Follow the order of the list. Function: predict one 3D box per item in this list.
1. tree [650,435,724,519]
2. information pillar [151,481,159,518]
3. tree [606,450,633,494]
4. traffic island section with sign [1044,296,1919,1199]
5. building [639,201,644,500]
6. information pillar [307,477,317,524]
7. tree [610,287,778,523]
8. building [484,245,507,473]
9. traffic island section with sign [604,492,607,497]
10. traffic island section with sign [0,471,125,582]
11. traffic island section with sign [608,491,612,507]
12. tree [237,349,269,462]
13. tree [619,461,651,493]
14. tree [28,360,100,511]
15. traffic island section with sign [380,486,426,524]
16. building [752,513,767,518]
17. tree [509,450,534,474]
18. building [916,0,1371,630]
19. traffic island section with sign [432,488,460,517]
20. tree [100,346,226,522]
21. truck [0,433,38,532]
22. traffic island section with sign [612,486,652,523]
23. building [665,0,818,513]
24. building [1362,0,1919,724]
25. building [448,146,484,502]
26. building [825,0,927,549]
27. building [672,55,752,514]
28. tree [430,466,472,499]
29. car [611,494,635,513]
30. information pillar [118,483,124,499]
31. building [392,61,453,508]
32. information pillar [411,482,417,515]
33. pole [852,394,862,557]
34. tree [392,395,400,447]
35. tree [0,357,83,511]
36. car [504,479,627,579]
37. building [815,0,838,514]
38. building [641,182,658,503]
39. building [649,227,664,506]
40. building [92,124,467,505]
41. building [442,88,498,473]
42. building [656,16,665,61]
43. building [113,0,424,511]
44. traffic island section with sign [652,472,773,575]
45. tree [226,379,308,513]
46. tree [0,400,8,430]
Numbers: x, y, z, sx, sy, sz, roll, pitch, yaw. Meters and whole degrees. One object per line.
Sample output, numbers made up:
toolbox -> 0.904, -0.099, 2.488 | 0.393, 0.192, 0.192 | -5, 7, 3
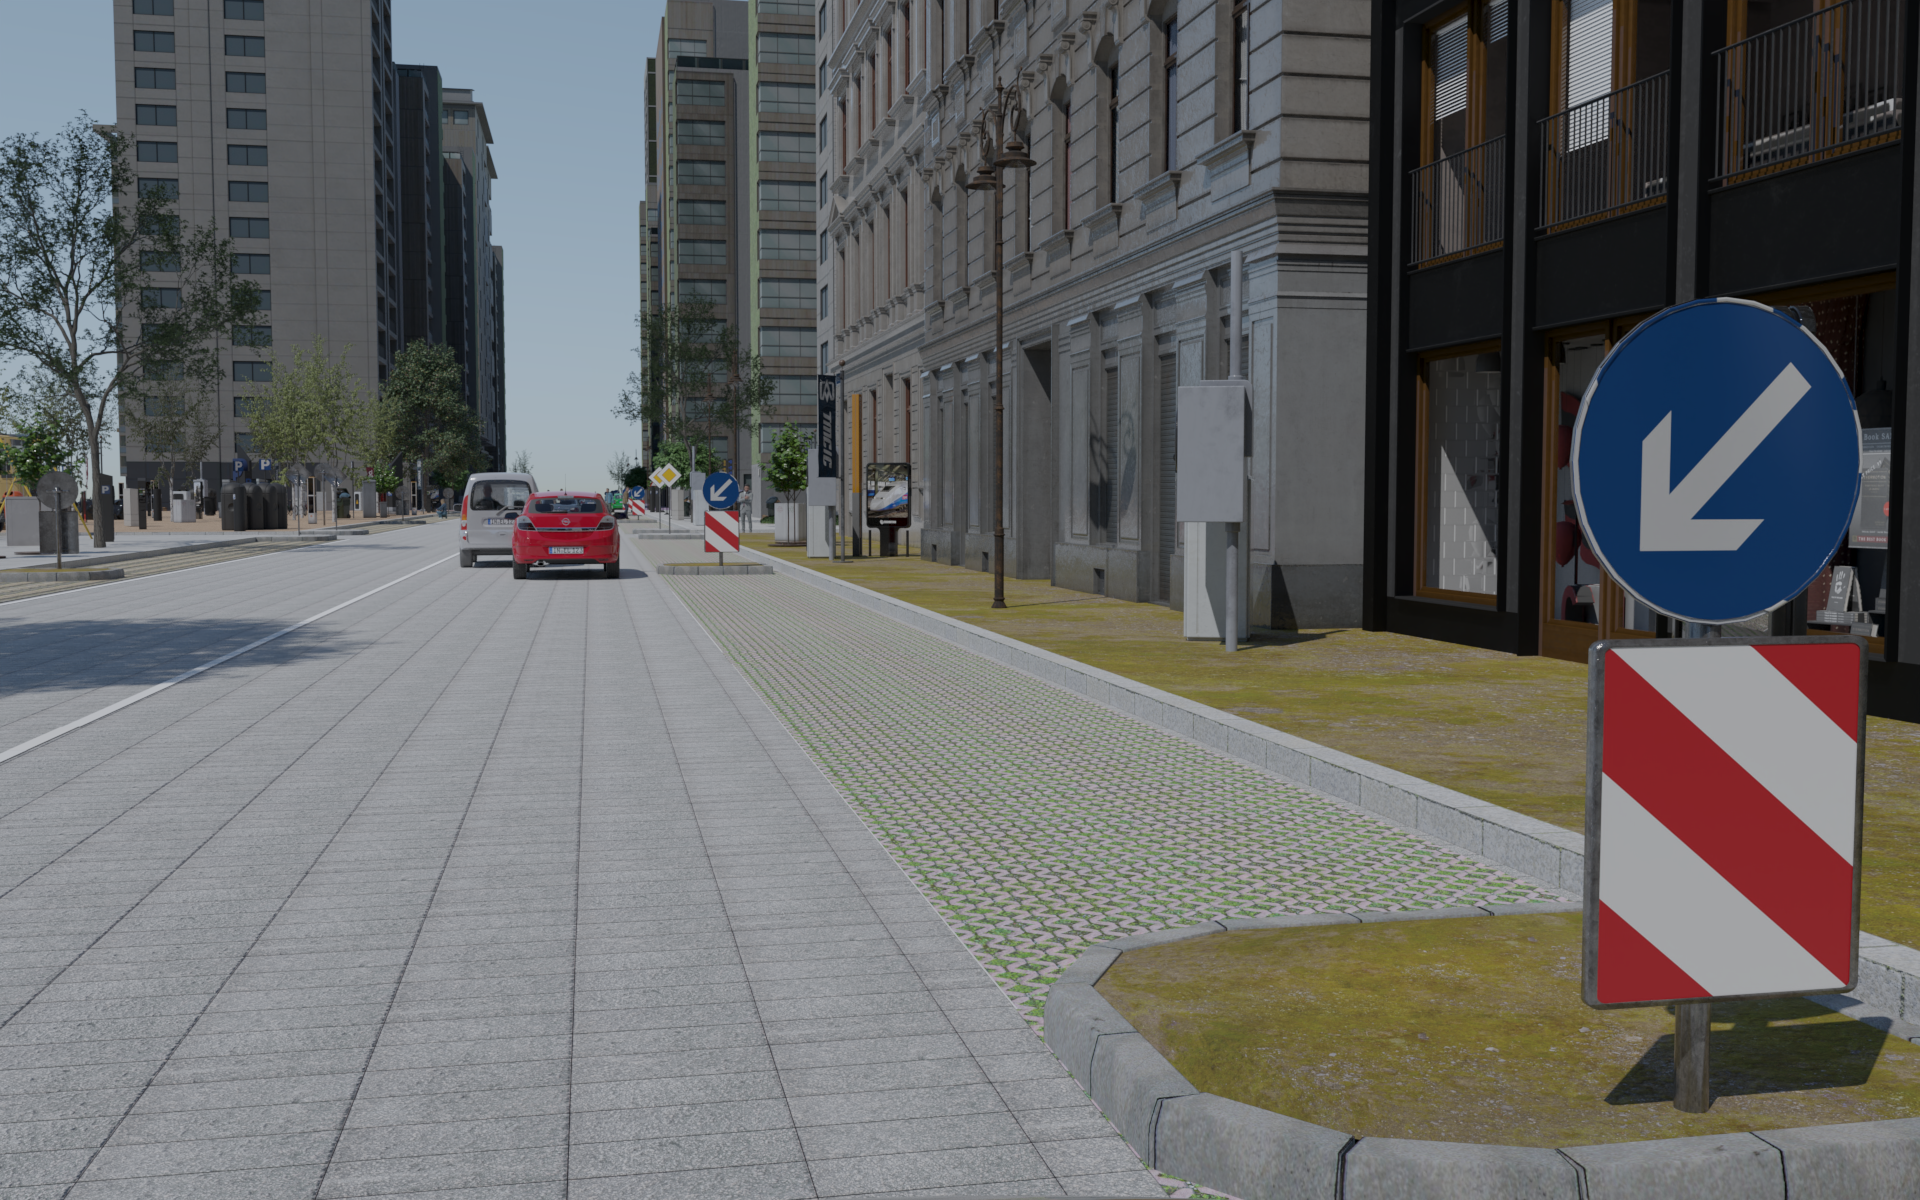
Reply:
tree -> -14.698, -6.849, 95.695 | 4.285, 4.588, 4.351 | 0, 3, 0
information pillar -> -43.662, -5.473, 93.973 | 0.304, 2.012, 0.304 | 3, 5, 40
tree -> -56.137, -20.514, 285.772 | 4.360, 8.622, 3.978 | 0, 3, 0
traffic island section with sign -> 1.279, 0.268, 4.250 | 1.989, 1.847, 2.006 | -1, 4, -12
building -> -38.003, -34.300, 244.398 | 14.154, 41.232, 14.086 | -1, 4, -12
information pillar -> -27.850, -4.279, 74.448 | 0.304, 2.012, 0.304 | 0, 4, -3
tree -> -11.759, -8.740, 77.319 | 8.767, 10.594, 7.601 | 1, 4, 17
building -> -79.969, -36.221, 275.809 | 14.154, 41.232, 14.086 | -1, 4, -12
traffic island section with sign -> -31.963, -9.292, 160.545 | 1.989, 1.847, 2.006 | -1, 4, -12
traffic island section with sign -> -15.199, -1.245, 28.987 | 1.989, 1.847, 2.006 | -1, 4, -12
traffic island section with sign -> -21.653, -6.329, 112.101 | 1.989, 1.847, 2.006 | -1, 4, -12
tree -> -32.681, -8.180, 84.100 | 4.737, 8.622, 4.395 | 0, 3, 0
tree -> -31.858, -11.506, 171.830 | 4.285, 4.588, 4.351 | 0, 3, 0
tree -> -45.690, -8.512, 89.539 | 4.360, 8.622, 3.978 | 0, 3, 0
traffic island section with sign -> -26.656, -4.545, 82.934 | 1.989, 1.847, 2.006 | -1, 4, -12
building -> -5.025, -25.344, 97.963 | 14.154, 41.232, 14.086 | -1, 4, -12
tree -> -71.225, -20.240, 281.284 | 4.360, 8.622, 3.978 | 0, 3, 0
building -> 5.665, -10.780, 25.397 | 9.793, 20.994, 18.267 | -1, 4, -12
traffic island section with sign -> -32.393, -6.190, 109.835 | 1.989, 1.847, 2.006 | -1, 4, -12
tree -> -36.770, -7.930, 80.022 | 4.360, 8.622, 3.978 | 0, 3, 0
truck -> -33.262, -3.564, 54.198 | 9.791, 3.379, 3.469 | -1, 4, -12
traffic island section with sign -> -16.051, -4.716, 85.732 | 1.989, 1.847, 2.006 | -1, 4, -12
building -> -17.984, -28.403, 147.984 | 14.154, 41.232, 14.086 | -1, 4, -12
building -> 11.444, -10.977, 9.151 | 12.332, 23.373, 15.834 | -1, 4, -12
building -> -62.501, -31.399, 196.962 | 14.154, 41.232, 14.086 | -1, 4, -12
building -> 3.078, -12.773, 44.993 | 11.583, 22.565, 21.152 | -1, 4, -12
building -> -12.651, -21.255, 119.223 | 14.160, 30.474, 14.107 | -1, 4, -12
tree -> -41.285, -9.608, 140.805 | 4.285, 4.588, 4.351 | 0, 3, 0
car -> -26.096, -7.660, 134.034 | 1.959, 1.807, 4.718 | -1, 4, -12
information pillar -> -53.824, -6.526, 111.193 | 0.304, 2.012, 0.304 | -1, 4, -18
building -> -55.115, -29.090, 159.223 | 14.154, 41.232, 14.086 | -1, 4, -12
information pillar -> -32.829, -6.095, 104.149 | 0.304, 2.012, 0.304 | -1, 4, -14
pole -> -2.106, -2.546, 35.474 | 0.158, 3.312, 0.155 | 0, 3, 0
tree -> -39.741, -10.224, 117.518 | 4.737, 8.622, 4.395 | 0, 3, 0
tree -> -49.273, -8.758, 93.557 | 4.737, 8.622, 4.395 | 0, 3, 0
car -> -6.979, -1.325, 30.697 | 2.155, 1.783, 4.494 | -1, 4, -13
building -> 4.862, -39.116, 77.801 | 20.611, 71.187, 20.563 | -1, 4, -12
building -> -34.554, -33.466, 230.756 | 14.154, 41.232, 14.086 | -1, 4, -12
building -> -26.988, -25.605, 190.337 | 14.160, 30.474, 14.107 | -1, 4, -12
building -> -67.490, -29.641, 176.509 | 32.217, 40.220, 23.993 | -1, 4, -12
building -> -76.190, -39.006, 226.990 | 28.713, 52.752, 27.495 | -1, 4, -12
building -> -21.010, -31.322, 162.219 | 14.600, 45.320, 14.200 | -1, 4, -12
building -> -54.893, -42.952, 140.518 | 20.563, 71.187, 20.611 | -1, 4, -12
traffic island section with sign -> -4.485, -1.390, 31.353 | 1.989, 1.847, 2.006 | -1, 4, -12
tree -> -43.875, -9.785, 110.343 | 4.360, 8.622, 3.978 | 0, 3, 0
tree -> -61.435, -9.600, 107.328 | 4.360, 8.622, 3.978 | 0, 3, 0
